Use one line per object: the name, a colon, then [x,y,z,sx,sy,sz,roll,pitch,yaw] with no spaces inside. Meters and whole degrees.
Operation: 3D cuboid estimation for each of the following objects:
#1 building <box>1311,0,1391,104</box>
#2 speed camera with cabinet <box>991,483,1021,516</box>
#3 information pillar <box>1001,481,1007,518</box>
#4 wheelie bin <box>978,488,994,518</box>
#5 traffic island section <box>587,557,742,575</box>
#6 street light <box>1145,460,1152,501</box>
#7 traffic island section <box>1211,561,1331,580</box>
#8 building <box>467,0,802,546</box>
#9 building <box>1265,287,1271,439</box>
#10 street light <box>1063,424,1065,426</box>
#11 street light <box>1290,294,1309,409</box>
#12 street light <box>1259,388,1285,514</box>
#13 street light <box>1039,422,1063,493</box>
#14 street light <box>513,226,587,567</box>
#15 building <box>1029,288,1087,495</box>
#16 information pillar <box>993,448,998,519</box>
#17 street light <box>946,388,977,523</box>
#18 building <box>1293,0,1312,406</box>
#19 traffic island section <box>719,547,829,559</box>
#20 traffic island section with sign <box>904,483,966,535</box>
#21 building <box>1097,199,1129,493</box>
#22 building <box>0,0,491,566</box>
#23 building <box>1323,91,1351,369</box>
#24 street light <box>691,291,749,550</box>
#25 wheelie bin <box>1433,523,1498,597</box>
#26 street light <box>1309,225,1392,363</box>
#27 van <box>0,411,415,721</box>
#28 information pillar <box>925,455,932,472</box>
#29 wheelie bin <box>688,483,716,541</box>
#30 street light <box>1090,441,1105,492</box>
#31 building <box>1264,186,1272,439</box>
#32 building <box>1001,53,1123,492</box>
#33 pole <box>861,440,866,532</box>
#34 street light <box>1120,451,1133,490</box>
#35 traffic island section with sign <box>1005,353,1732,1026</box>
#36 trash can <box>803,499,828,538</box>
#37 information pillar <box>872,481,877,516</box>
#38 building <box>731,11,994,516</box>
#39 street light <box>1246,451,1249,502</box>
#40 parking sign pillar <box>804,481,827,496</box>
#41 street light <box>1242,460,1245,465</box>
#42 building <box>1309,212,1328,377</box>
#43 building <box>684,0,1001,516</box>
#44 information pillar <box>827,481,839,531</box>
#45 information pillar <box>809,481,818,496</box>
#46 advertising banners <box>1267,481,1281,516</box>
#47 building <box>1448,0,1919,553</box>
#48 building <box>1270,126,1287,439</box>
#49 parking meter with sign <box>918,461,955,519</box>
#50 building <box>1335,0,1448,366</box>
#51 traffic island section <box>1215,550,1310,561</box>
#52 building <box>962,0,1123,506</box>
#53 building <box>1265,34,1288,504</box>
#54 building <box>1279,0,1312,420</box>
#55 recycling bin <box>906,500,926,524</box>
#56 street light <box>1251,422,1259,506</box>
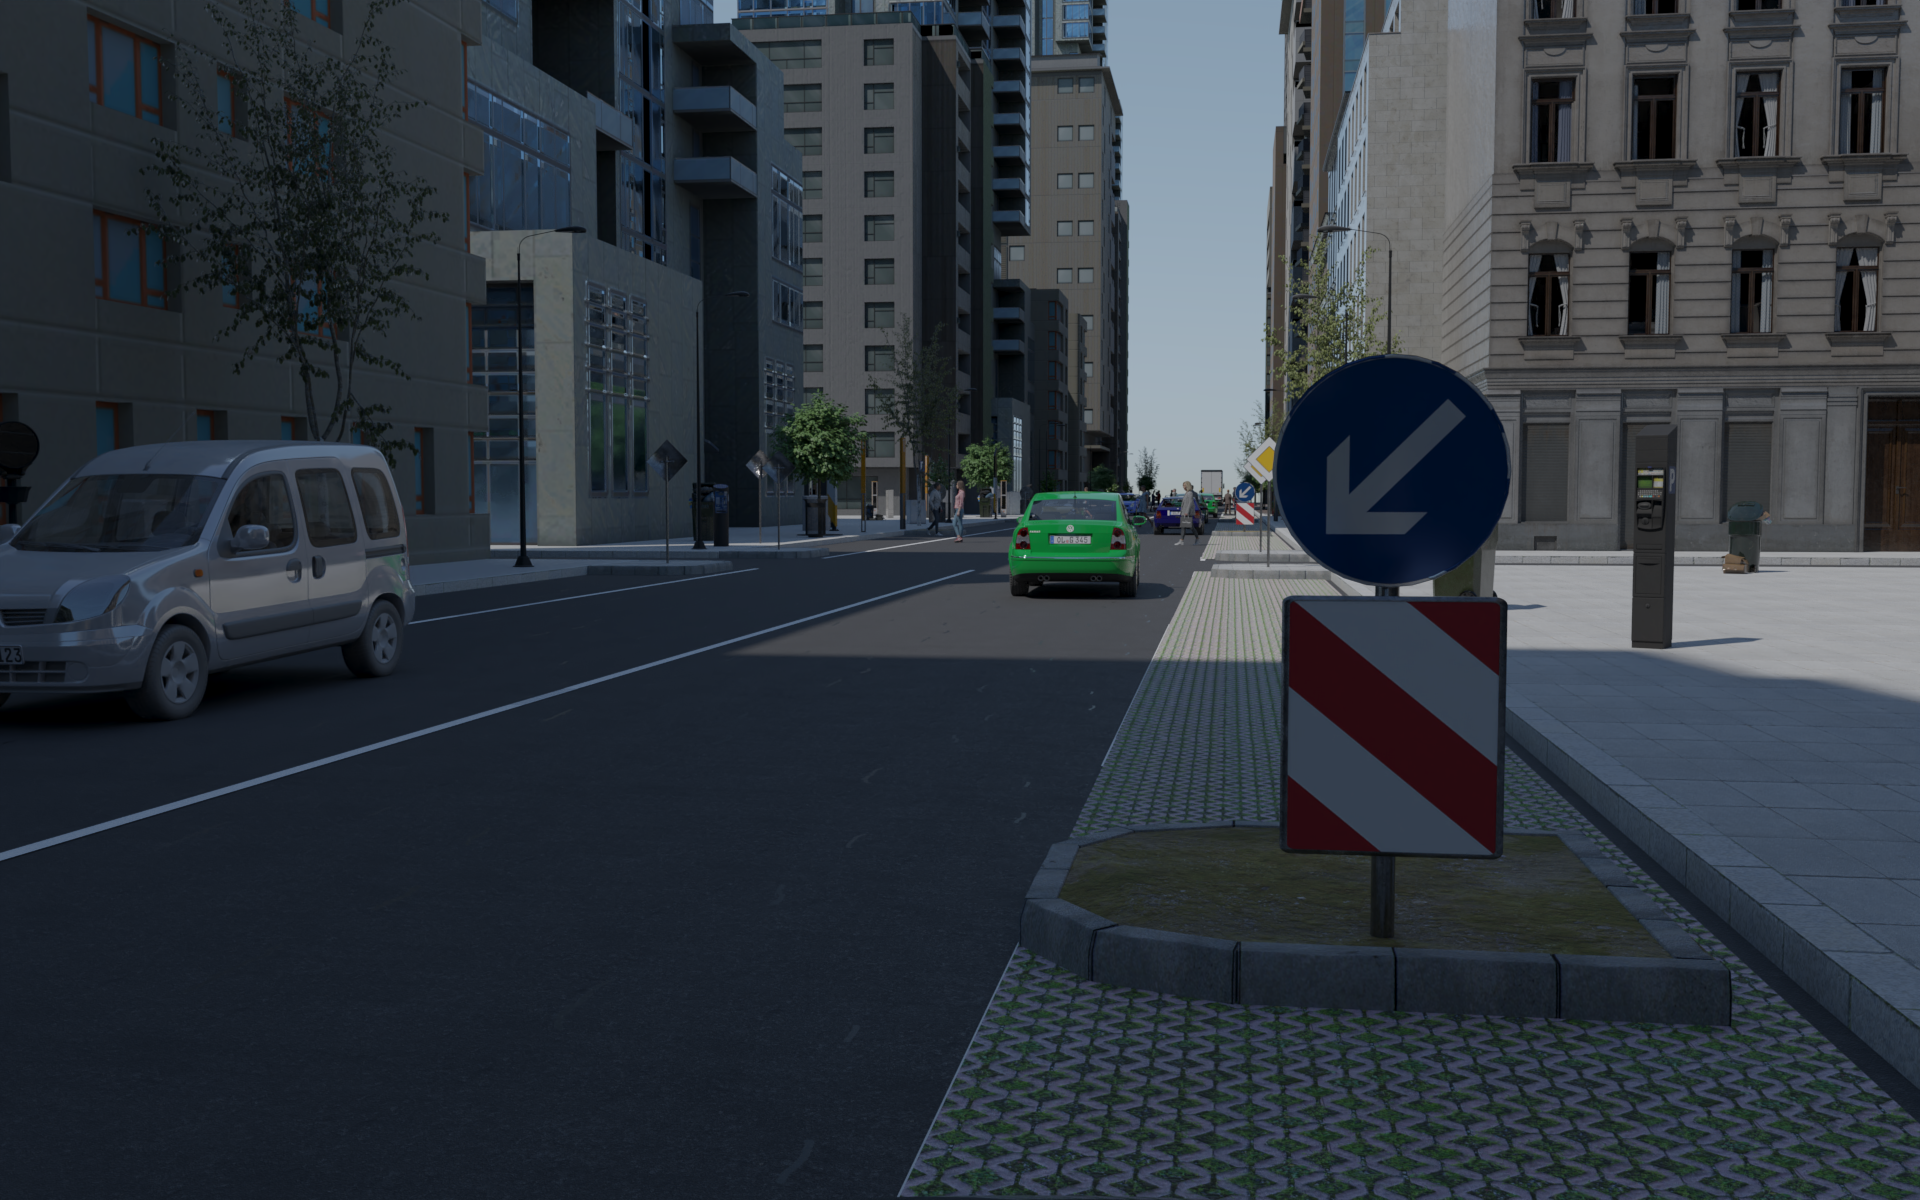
building: [31.677,-28.773,120.541,14.600,45.320,14.200,1,4,9]
speed camera with cabinet: [2.751,-6.721,104.219,2.038,3.252,0.660,-3,5,-40]
information pillar: [2.383,-5.506,94.513,0.304,2.012,0.304,0,4,-2]
wheelie bin: [1.419,-5.265,93.997,0.980,1.594,0.693,1,4,11]
traffic island section: [-5.435,-0.598,32.065,2.009,0.180,2.903,1,4,9]
street light: [24.774,-16.005,234.214,1.470,5.913,1.316,1,4,9]
traffic island section: [5.424,-0.494,30.364,2.009,0.180,2.903,1,4,9]
building: [-18.041,-45.515,56.845,22.319,86.520,31.000,1,4,9]
building: [49.441,-28.649,240.119,14.160,30.474,14.107,1,4,9]
street light: [6.312,-8.747,115.556,1.470,5.913,1.316,1,4,9]
street light: [8.407,-4.144,40.288,1.470,5.913,1.316,1,4,9]
street light: [14.031,-6.342,76.230,1.470,5.913,1.316,1,4,9]
street light: [5.690,-8.541,112.179,1.470,5.913,1.316,1,4,9]
street light: [-7.148,-3.527,30.206,1.470,5.913,1.316,1,4,9]
building: [-3.106,-19.409,162.370,27.650,21.520,28.899,1,4,9]
information pillar: [1.788,-5.889,87.636,0.183,3.616,0.504,1,4,13]
street light: [0.053,-6.342,76.239,1.470,5.913,1.316,1,4,9]
building: [38.809,-29.760,141.199,22.147,44.769,28.867,1,4,9]
traffic island section: [-4.198,-1.081,39.954,2.009,0.180,2.903,1,4,9]
traffic island section with sign: [-0.828,-3.229,61.416,1.989,1.847,2.006,1,4,9]
building: [15.453,-33.733,235.122,14.154,41.232,14.086,1,4,9]
building: [-25.720,-10.841,22.283,28.899,21.520,27.650,1,4,9]
building: [22.709,-14.294,82.863,9.793,20.994,18.267,1,4,9]
street light: [-5.513,-4.121,39.915,1.470,5.913,1.316,1,4,9]
wheelie bin: [5.549,-0.688,19.153,0.693,1.594,0.980,3,4,37]
street light: [6.866,-3.515,30.013,1.470,5.913,1.316,1,4,9]
van: [-5.530,-0.327,12.365,2.013,2.044,4.112,1,4,10]
information pillar: [-1.809,-6.677,100.515,0.504,3.616,0.183,3,4,38]
wheelie bin: [-6.980,-2.420,47.475,0.980,1.594,0.693,0,4,1]
street light: [12.001,-10.993,152.269,1.470,5.913,1.316,1,4,9]
building: [56.264,-38.706,256.539,21.300,48.544,21.600,1,4,9]
building: [4.961,-38.221,214.157,28.713,52.752,27.495,1,4,9]
pole: [-3.243,-3.933,58.150,0.158,3.312,0.155,0,3,0]
street light: [19.073,-13.772,197.720,1.470,5.913,1.316,1,4,9]
traffic island section with sign: [1.237,0.178,5.710,1.989,1.847,2.006,1,4,9]
trash can: [-4.272,-2.420,51.212,0.748,1.137,0.748,0,3,0]
information pillar: [-4.963,-5.877,100.584,0.304,2.012,0.304,-1,4,-9]
building: [-5.795,-20.583,108.239,14.160,30.474,14.107,1,4,9]
street light: [25.888,-10.912,150.954,1.470,5.913,1.316,1,4,9]
parking sign pillar: [-6.979,-5.733,82.203,1.447,3.967,1.447,0,4,-4]
street light: [33.192,-13.793,198.061,1.470,5.913,1.316,1,4,9]
building: [26.151,-14.479,101.352,10.561,19.102,19.286,1,4,9]
building: [-5.149,-50.017,130.448,22.319,86.520,31.000,1,4,9]
information pillar: [-4.412,-4.199,60.005,0.183,3.616,0.504,-3,4,-37]
information pillar: [-6.632,-4.519,78.379,0.304,2.012,0.304,-2,4,-27]
advertising banners: [18.264,-6.388,100.626,0.090,3.025,2.074,-1,4,-13]
building: [21.373,-11.785,41.841,18.267,20.994,9.793,1,4,9]
building: [44.033,-33.958,205.320,14.600,45.320,14.200,1,4,9]
parking meter with sign: [-1.285,-5.799,91.075,1.738,3.016,0.543,2,4,26]
building: [19.905,-12.855,64.937,10.420,20.320,16.860,1,4,9]
traffic island section: [6.660,-0.977,38.254,2.009,0.180,2.903,1,4,9]
building: [14.091,-57.748,256.846,22.319,86.520,31.000,1,4,9]
building: [49.600,-47.890,221.245,20.563,71.187,20.611,1,4,9]
building: [45.670,-35.420,168.355,28.713,52.752,27.495,1,4,9]
recycling bin: [-1.880,-3.772,74.233,0.722,1.027,0.722,-1,4,-15]
street light: [20.155,-8.712,114.975,1.470,5.913,1.316,1,4,9]
